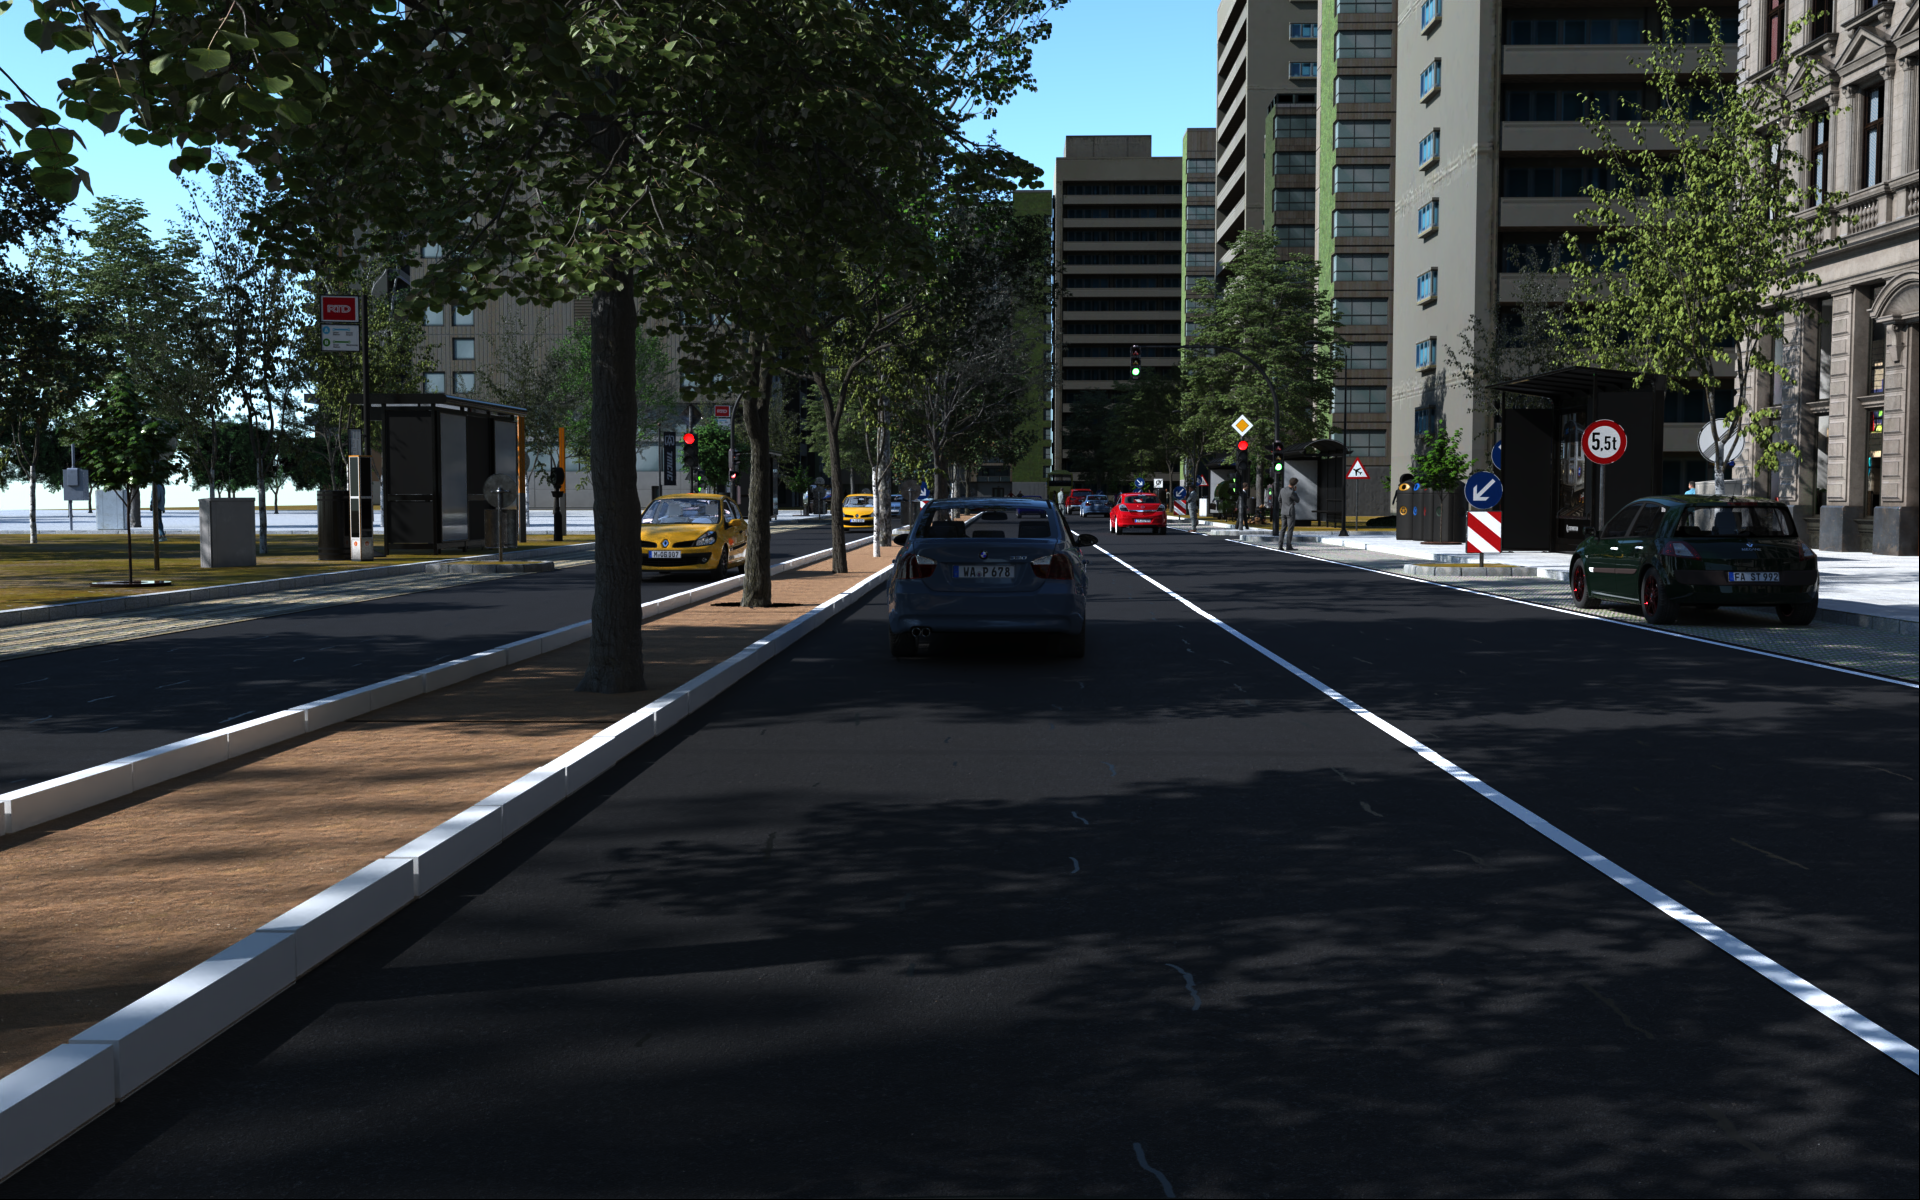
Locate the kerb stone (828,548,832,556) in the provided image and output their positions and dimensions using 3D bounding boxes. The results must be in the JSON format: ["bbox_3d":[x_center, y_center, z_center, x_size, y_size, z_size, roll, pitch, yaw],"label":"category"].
[{"bbox_3d":[-3.068,-1.058,39.506,0.120,0.150,1.000,0,4,2],"label":"kerb stone"}]

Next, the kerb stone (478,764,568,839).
[{"bbox_3d":[-1.931,0.890,7.647,0.120,0.150,1.000,0,4,2],"label":"kerb stone"}]

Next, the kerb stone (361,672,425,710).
[{"bbox_3d":[-3.909,0.636,11.859,0.120,0.150,1.000,0,4,2],"label":"kerb stone"}]

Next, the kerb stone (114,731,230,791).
[{"bbox_3d":[-4.000,0.821,8.784,0.120,0.150,1.000,0,4,2],"label":"kerb stone"}]

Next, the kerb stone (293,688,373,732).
[{"bbox_3d":[-3.936,0.695,10.837,0.120,0.150,1.000,0,4,2],"label":"kerb stone"}]

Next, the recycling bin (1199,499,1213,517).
[{"bbox_3d":[14.082,-5.248,98.364,0.722,1.027,0.722,-2,4,-27],"label":"recycling bin"}]

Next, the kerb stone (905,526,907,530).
[{"bbox_3d":[-2.239,-2.718,66.647,0.120,0.150,1.000,0,4,2],"label":"kerb stone"}]

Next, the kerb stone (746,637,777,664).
[{"bbox_3d":[-1.717,0.451,14.815,0.120,0.150,1.000,0,4,2],"label":"kerb stone"}]

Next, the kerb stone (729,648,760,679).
[{"bbox_3d":[-1.746,0.522,13.780,0.120,0.150,1.000,0,4,2],"label":"kerb stone"}]

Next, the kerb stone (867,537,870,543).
[{"bbox_3d":[-2.755,-1.686,49.758,0.120,0.150,1.000,0,4,2],"label":"kerb stone"}]

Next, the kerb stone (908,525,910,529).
[{"bbox_3d":[-2.178,-2.843,68.700,0.120,0.150,1.000,0,4,2],"label":"kerb stone"}]

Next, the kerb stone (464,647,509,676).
[{"bbox_3d":[-3.850,0.514,13.912,0.120,0.150,1.000,0,4,2],"label":"kerb stone"}]

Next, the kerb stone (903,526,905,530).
[{"bbox_3d":[-2.270,-2.655,65.625,0.120,0.150,1.000,0,4,2],"label":"kerb stone"}]

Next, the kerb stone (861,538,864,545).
[{"bbox_3d":[-2.818,-1.558,47.706,0.120,0.150,1.000,0,4,2],"label":"kerb stone"}]

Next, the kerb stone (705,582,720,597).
[{"bbox_3d":[-3.528,-0.118,24.131,0.120,0.150,1.000,0,4,2],"label":"kerb stone"}]

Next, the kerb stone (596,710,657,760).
[{"bbox_3d":[-1.875,0.768,9.690,0.120,0.150,1.000,0,4,2],"label":"kerb stone"}]

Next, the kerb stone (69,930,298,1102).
[{"bbox_3d":[-2.022,1.079,4.575,0.120,0.150,1.000,0,4,2],"label":"kerb stone"}]

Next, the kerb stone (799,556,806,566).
[{"bbox_3d":[-3.221,-0.746,34.388,0.120,0.150,1.000,0,4,2],"label":"kerb stone"}]

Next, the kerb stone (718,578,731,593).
[{"bbox_3d":[-3.500,-0.181,25.153,0.120,0.150,1.000,0,4,2],"label":"kerb stone"}]

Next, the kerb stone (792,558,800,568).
[{"bbox_3d":[-3.244,-0.683,33.360,0.120,0.150,1.000,0,4,2],"label":"kerb stone"}]

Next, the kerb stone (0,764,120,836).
[{"bbox_3d":[-4.022,0.883,7.762,0.120,0.150,1.000,0,4,2],"label":"kerb stone"}]

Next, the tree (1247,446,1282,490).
[{"bbox_3d":[19.415,-7.770,110.746,4.285,4.588,4.351,0,3,0],"label":"tree"}]

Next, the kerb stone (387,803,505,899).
[{"bbox_3d":[-1.959,0.952,6.626,0.120,0.150,1.000,0,4,2],"label":"kerb stone"}]

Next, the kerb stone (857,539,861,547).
[{"bbox_3d":[-2.849,-1.496,46.684,0.120,0.150,1.000,0,4,2],"label":"kerb stone"}]

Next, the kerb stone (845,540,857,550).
[{"bbox_3d":[-2.882,-1.435,45.649,0.120,0.150,1.000,0,4,2],"label":"kerb stone"}]

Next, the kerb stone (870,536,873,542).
[{"bbox_3d":[-2.723,-1.748,50.780,0.120,0.150,1.000,0,4,2],"label":"kerb stone"}]

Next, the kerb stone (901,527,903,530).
[{"bbox_3d":[-2.306,-2.593,64.604,0.120,0.150,1.000,0,4,2],"label":"kerb stone"}]

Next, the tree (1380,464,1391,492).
[{"bbox_3d":[24.272,-6.242,96.653,1.663,3.219,1.824,0,3,0],"label":"tree"}]

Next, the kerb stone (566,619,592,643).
[{"bbox_3d":[-3.753,0.319,16.975,0.120,0.150,1.000,0,4,2],"label":"kerb stone"}]

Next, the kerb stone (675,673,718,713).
[{"bbox_3d":[-1.802,0.640,11.736,0.120,0.150,1.000,0,4,2],"label":"kerb stone"}]

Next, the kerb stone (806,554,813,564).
[{"bbox_3d":[-3.185,-0.808,35.409,0.120,0.150,1.000,0,4,2],"label":"kerb stone"}]

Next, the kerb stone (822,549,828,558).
[{"bbox_3d":[-3.096,-0.996,38.485,0.120,0.150,1.000,0,4,2],"label":"kerb stone"}]

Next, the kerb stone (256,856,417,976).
[{"bbox_3d":[-1.998,1.015,5.597,0.120,0.150,1.000,0,4,2],"label":"kerb stone"}]

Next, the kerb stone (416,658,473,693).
[{"bbox_3d":[-3.862,0.569,12.889,0.120,0.150,1.000,0,4,2],"label":"kerb stone"}]

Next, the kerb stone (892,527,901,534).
[{"bbox_3d":[-2.349,-2.531,63.582,0.120,0.150,1.000,0,4,2],"label":"kerb stone"}]

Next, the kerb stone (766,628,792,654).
[{"bbox_3d":[-1.681,0.389,15.836,0.120,0.150,1.000,0,4,2],"label":"kerb stone"}]

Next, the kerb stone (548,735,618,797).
[{"bbox_3d":[-1.898,0.832,8.669,0.120,0.150,1.000,0,4,2],"label":"kerb stone"}]

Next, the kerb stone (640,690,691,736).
[{"bbox_3d":[-1.836,0.702,10.714,0.120,0.150,1.000,0,4,2],"label":"kerb stone"}]

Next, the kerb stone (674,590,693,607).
[{"bbox_3d":[-3.595,0.007,22.083,0.120,0.150,1.000,0,4,2],"label":"kerb stone"}]

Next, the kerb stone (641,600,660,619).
[{"bbox_3d":[-3.661,0.132,20.040,0.120,0.150,1.000,0,4,2],"label":"kerb stone"}]

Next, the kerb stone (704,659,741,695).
[{"bbox_3d":[-1.774,0.579,12.758,0.120,0.150,1.000,0,4,2],"label":"kerb stone"}]

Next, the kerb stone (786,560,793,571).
[{"bbox_3d":[-3.283,-0.615,32.323,0.120,0.150,1.000,0,4,2],"label":"kerb stone"}]

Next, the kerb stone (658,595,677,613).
[{"bbox_3d":[-3.624,0.072,21.061,0.120,0.150,1.000,0,4,2],"label":"kerb stone"}]

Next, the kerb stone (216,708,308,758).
[{"bbox_3d":[-3.972,0.761,9.805,0.120,0.150,1.000,0,4,2],"label":"kerb stone"}]

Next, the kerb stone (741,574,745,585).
[{"bbox_3d":[-3.442,-0.305,27.203,0.120,0.150,1.000,0,4,2],"label":"kerb stone"}]

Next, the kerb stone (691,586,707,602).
[{"bbox_3d":[-3.555,-0.056,23.104,0.120,0.150,1.000,0,4,2],"label":"kerb stone"}]

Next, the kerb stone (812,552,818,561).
[{"bbox_3d":[-3.160,-0.869,36.431,0.120,0.150,1.000,0,4,2],"label":"kerb stone"}]

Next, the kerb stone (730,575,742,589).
[{"bbox_3d":[-3.476,-0.244,26.182,0.120,0.150,1.000,0,4,2],"label":"kerb stone"}]

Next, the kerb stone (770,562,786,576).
[{"bbox_3d":[-3.322,-0.556,31.301,0.120,0.150,1.000,0,4,2],"label":"kerb stone"}]

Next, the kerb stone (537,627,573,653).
[{"bbox_3d":[-3.773,0.382,15.954,0.120,0.150,1.000,0,4,2],"label":"kerb stone"}]

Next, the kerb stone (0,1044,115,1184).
[{"bbox_3d":[-2.054,1.143,3.554,0.120,0.150,1.000,0,4,2],"label":"kerb stone"}]

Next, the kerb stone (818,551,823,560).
[{"bbox_3d":[-3.125,-0.933,37.452,0.120,0.150,1.000,0,4,2],"label":"kerb stone"}]

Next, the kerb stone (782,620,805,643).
[{"bbox_3d":[-1.651,0.330,16.858,0.120,0.150,1.000,0,4,2],"label":"kerb stone"}]

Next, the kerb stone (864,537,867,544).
[{"bbox_3d":[-2.786,-1.623,48.730,0.120,0.150,1.000,0,4,2],"label":"kerb stone"}]

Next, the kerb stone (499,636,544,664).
[{"bbox_3d":[-3.808,0.444,14.932,0.120,0.150,1.000,0,4,2],"label":"kerb stone"}]
